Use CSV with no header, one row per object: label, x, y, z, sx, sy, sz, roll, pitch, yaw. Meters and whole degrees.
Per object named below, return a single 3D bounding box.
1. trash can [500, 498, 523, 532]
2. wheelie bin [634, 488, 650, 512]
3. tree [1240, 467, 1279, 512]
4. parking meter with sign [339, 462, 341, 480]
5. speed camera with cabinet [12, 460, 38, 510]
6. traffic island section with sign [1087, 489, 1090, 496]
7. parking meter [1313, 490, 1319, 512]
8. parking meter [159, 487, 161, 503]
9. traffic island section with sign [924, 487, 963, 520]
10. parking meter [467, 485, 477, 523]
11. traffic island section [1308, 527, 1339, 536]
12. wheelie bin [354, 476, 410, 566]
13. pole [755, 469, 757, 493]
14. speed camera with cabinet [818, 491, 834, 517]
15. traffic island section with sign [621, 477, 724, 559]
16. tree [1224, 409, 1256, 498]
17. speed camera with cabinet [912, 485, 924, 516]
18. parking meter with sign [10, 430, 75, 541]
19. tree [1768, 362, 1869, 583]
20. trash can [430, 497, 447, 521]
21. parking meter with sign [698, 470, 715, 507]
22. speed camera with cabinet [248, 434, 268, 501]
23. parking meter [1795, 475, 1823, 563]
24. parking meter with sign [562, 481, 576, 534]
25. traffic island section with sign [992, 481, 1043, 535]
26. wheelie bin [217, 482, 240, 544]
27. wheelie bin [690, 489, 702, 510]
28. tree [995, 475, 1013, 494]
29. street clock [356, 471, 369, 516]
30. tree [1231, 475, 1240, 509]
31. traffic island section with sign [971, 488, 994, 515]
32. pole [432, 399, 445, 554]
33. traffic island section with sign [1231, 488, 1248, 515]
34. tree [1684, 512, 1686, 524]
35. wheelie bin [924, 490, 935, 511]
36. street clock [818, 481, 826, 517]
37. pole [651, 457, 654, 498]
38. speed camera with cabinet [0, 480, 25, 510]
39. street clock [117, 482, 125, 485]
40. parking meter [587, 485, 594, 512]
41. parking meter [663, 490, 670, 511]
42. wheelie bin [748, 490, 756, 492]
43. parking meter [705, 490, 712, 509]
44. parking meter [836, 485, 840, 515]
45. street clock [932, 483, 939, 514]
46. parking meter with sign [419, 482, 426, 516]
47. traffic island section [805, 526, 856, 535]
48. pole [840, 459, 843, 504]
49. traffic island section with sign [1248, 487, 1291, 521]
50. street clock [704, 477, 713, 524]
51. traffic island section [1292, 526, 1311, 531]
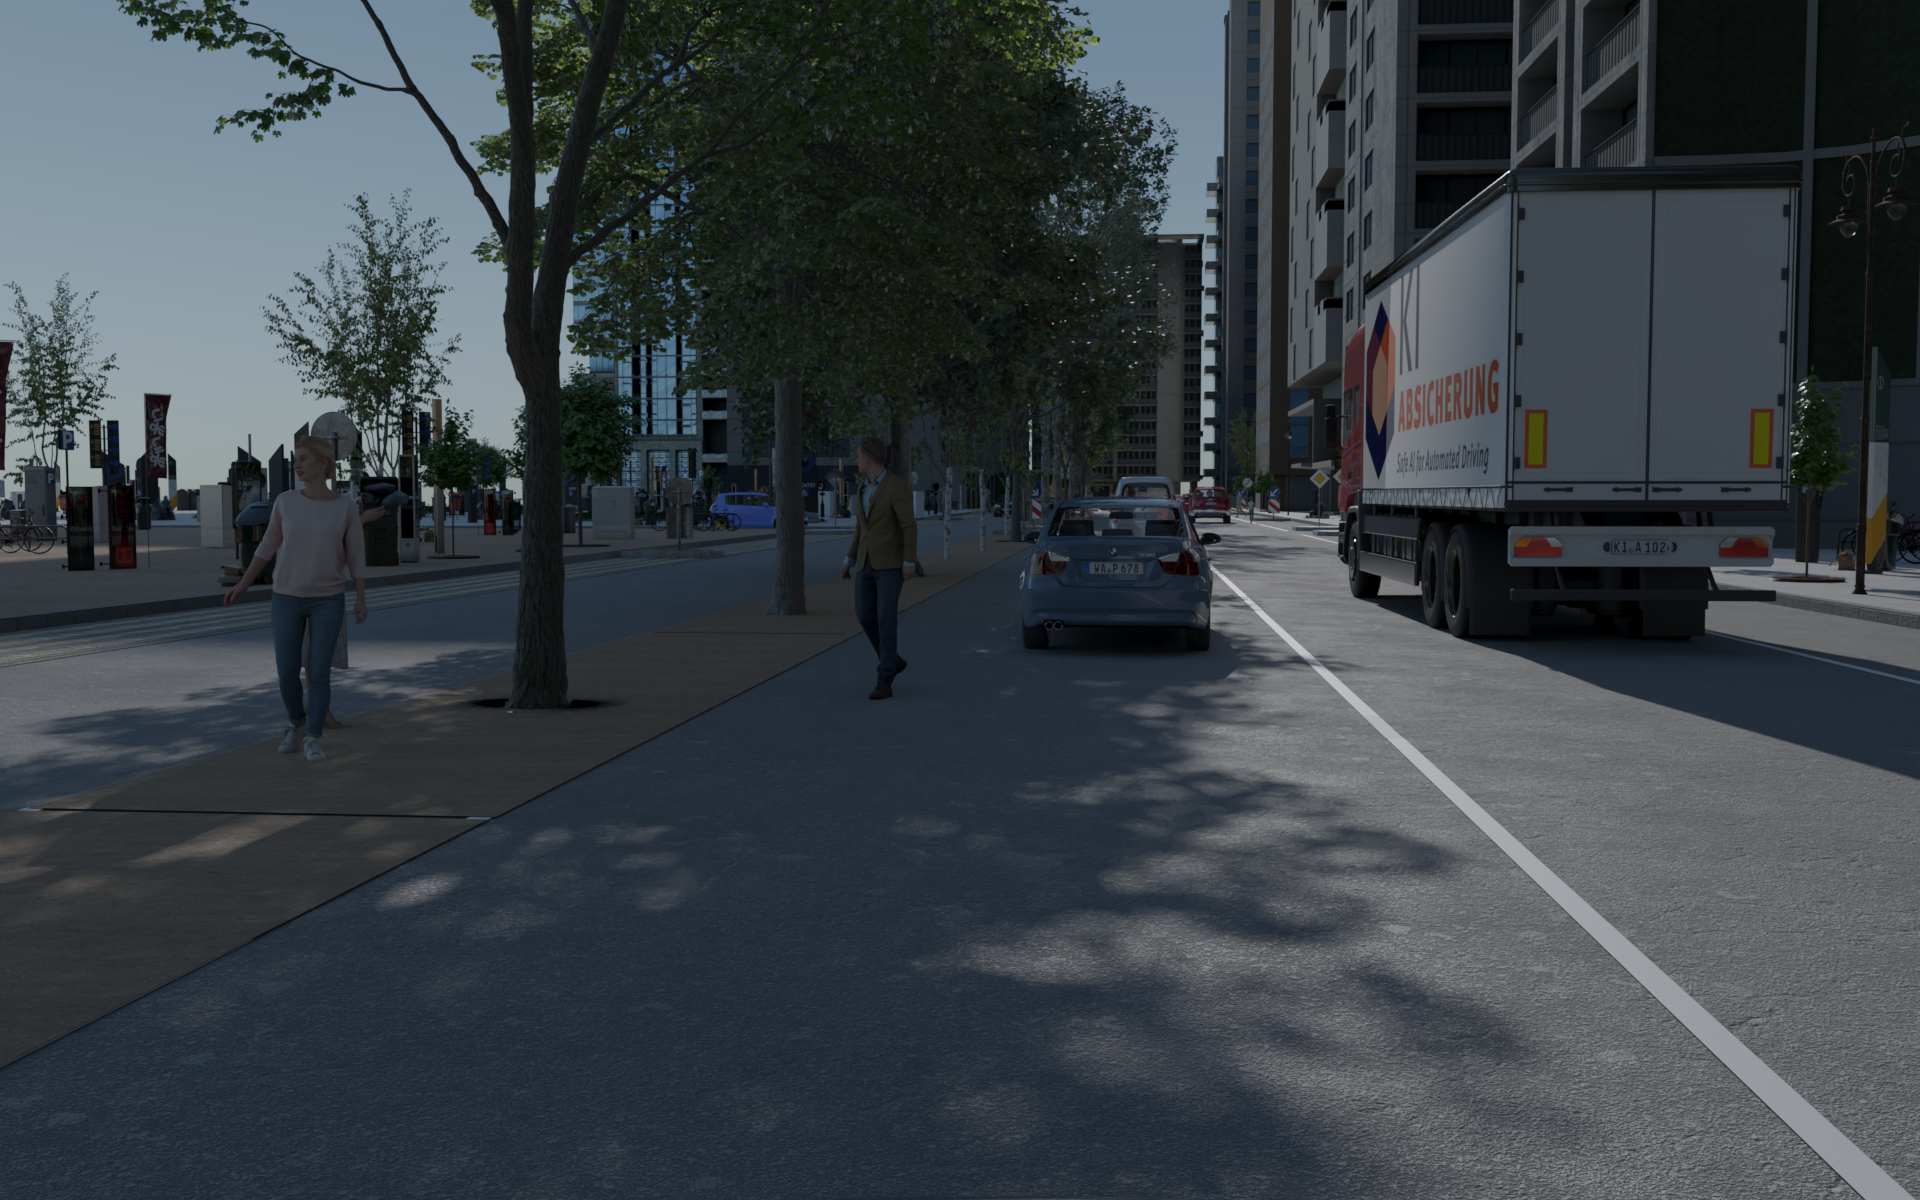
trash can,-15.071,-2.848,58.214,0.748,1.137,0.748,0,3,0
wheelie bin,-16.817,-5.107,91.399,0.693,1.594,0.980,-3,5,-42
tree,22.087,-8.136,127.625,1.663,3.219,1.824,0,3,0
parking meter with sign,-33.337,-6.077,95.613,1.738,3.016,0.543,-1,4,-14
speed camera with cabinet,-54.655,-6.565,101.670,2.038,3.252,0.660,3,4,38
traffic island section with sign,10.449,-8.284,143.586,2.006,1.907,1.989,0,4,6
parking meter,25.086,-6.947,121.997,0.372,1.533,0.369,0,3,0
parking meter,-64.492,-8.170,139.288,0.255,1.863,0.399,0,4,-7
traffic island section with sign,-0.853,-5.262,94.661,1.989,1.847,2.006,0,4,6
parking meter,-21.727,-4.372,77.185,0.255,1.863,0.399,3,5,40
traffic island section,13.332,-2.313,60.102,2.009,0.180,2.903,0,4,6
wheelie bin,-10.325,-1.407,30.915,0.980,1.594,0.693,-1,4,-20
pole,-16.652,-9.024,141.393,0.158,3.312,0.155,0,3,0
speed camera with cabinet,-8.224,-6.381,98.673,2.038,3.252,0.660,1,4,17
traffic island section with sign,-6.421,-1.862,39.077,1.989,1.847,2.006,0,4,6
tree,24.469,-12.038,147.186,4.737,8.622,4.395,0,3,0
speed camera with cabinet,-2.829,-6.616,102.507,0.660,3.252,2.038,-2,4,-30
parking meter with sign,-25.128,-3.123,47.326,1.738,3.016,0.543,1,4,10
tree,12.606,-1.888,25.469,1.663,3.219,1.824,0,3,0
trash can,-23.880,-4.143,79.392,0.748,1.137,0.748,0,3,0
parking meter with sign,-18.429,-8.014,127.290,0.543,3.016,1.738,2,4,32
speed camera with cabinet,-23.543,-3.785,56.217,0.660,3.252,2.038,2,4,35
parking meter,15.959,-1.641,32.547,0.399,1.863,0.255,3,5,44
parking meter with sign,-13.158,-3.660,56.099,0.543,3.016,1.738,2,4,25
traffic island section with sign,2.224,-3.261,61.450,2.006,1.907,1.989,0,4,6
wheelie bin,-18.749,-2.249,44.672,0.980,1.594,0.693,-2,4,-30
wheelie bin,-15.350,-5.680,100.777,0.693,1.594,0.980,-2,4,-28
tree,4.203,-10.800,171.174,1.663,3.219,1.824,0,3,0
street clock,-19.072,-3.102,55.287,0.471,2.002,0.358,2,4,30
tree,24.505,-9.558,150.875,1.663,3.219,1.824,0,3,0
traffic island section with sign,1.821,-6.904,121.503,1.989,1.847,2.006,0,4,6
pole,-11.199,-2.650,37.175,0.158,3.312,0.155,0,3,0
traffic island section with sign,19.380,-6.832,120.333,1.989,1.847,2.006,0,4,6
tree,13.198,-2.260,31.560,1.663,3.219,1.824,0,3,0
wheelie bin,-2.346,-7.696,133.742,0.980,1.594,0.693,1,4,16
street clock,-7.598,-5.568,95.611,0.358,2.002,0.471,-2,4,-35
pole,-17.089,-6.266,96.288,0.158,3.312,0.155,0,3,0
speed camera with cabinet,-60.510,-7.094,110.317,2.038,3.252,0.660,-3,5,-41
street clock,-50.648,-6.116,104.570,0.471,2.002,0.358,-1,4,-21
parking meter,-23.147,-6.282,108.425,0.399,1.863,0.255,-2,4,-33
parking meter,-16.661,-5.498,98.301,0.372,1.533,0.369,0,3,0
wheelie bin,-16.761,-8.041,139.376,0.980,1.594,0.693,-2,4,-32
parking meter,-13.911,-5.347,95.840,0.372,1.533,0.369,0,3,0
parking meter,-7.521,-6.273,108.281,0.399,1.863,0.255,-3,5,-42
street clock,-1.536,-6.379,108.863,0.358,2.002,0.471,3,5,41
parking meter with sign,-31.313,-6.320,99.598,1.738,3.016,0.543,3,5,44
traffic island section,-4.470,-2.422,61.883,2.009,0.180,2.903,0,4,6
pole,-6.878,-6.517,100.397,0.158,3.312,0.155,0,3,0
traffic island section with sign,16.595,-5.131,92.523,1.989,1.847,2.006,0,4,6
street clock,-10.906,-4.310,75.034,0.358,2.002,0.471,1,4,15
traffic island section,14.127,-2.799,68.047,2.009,0.180,2.903,0,4,6
